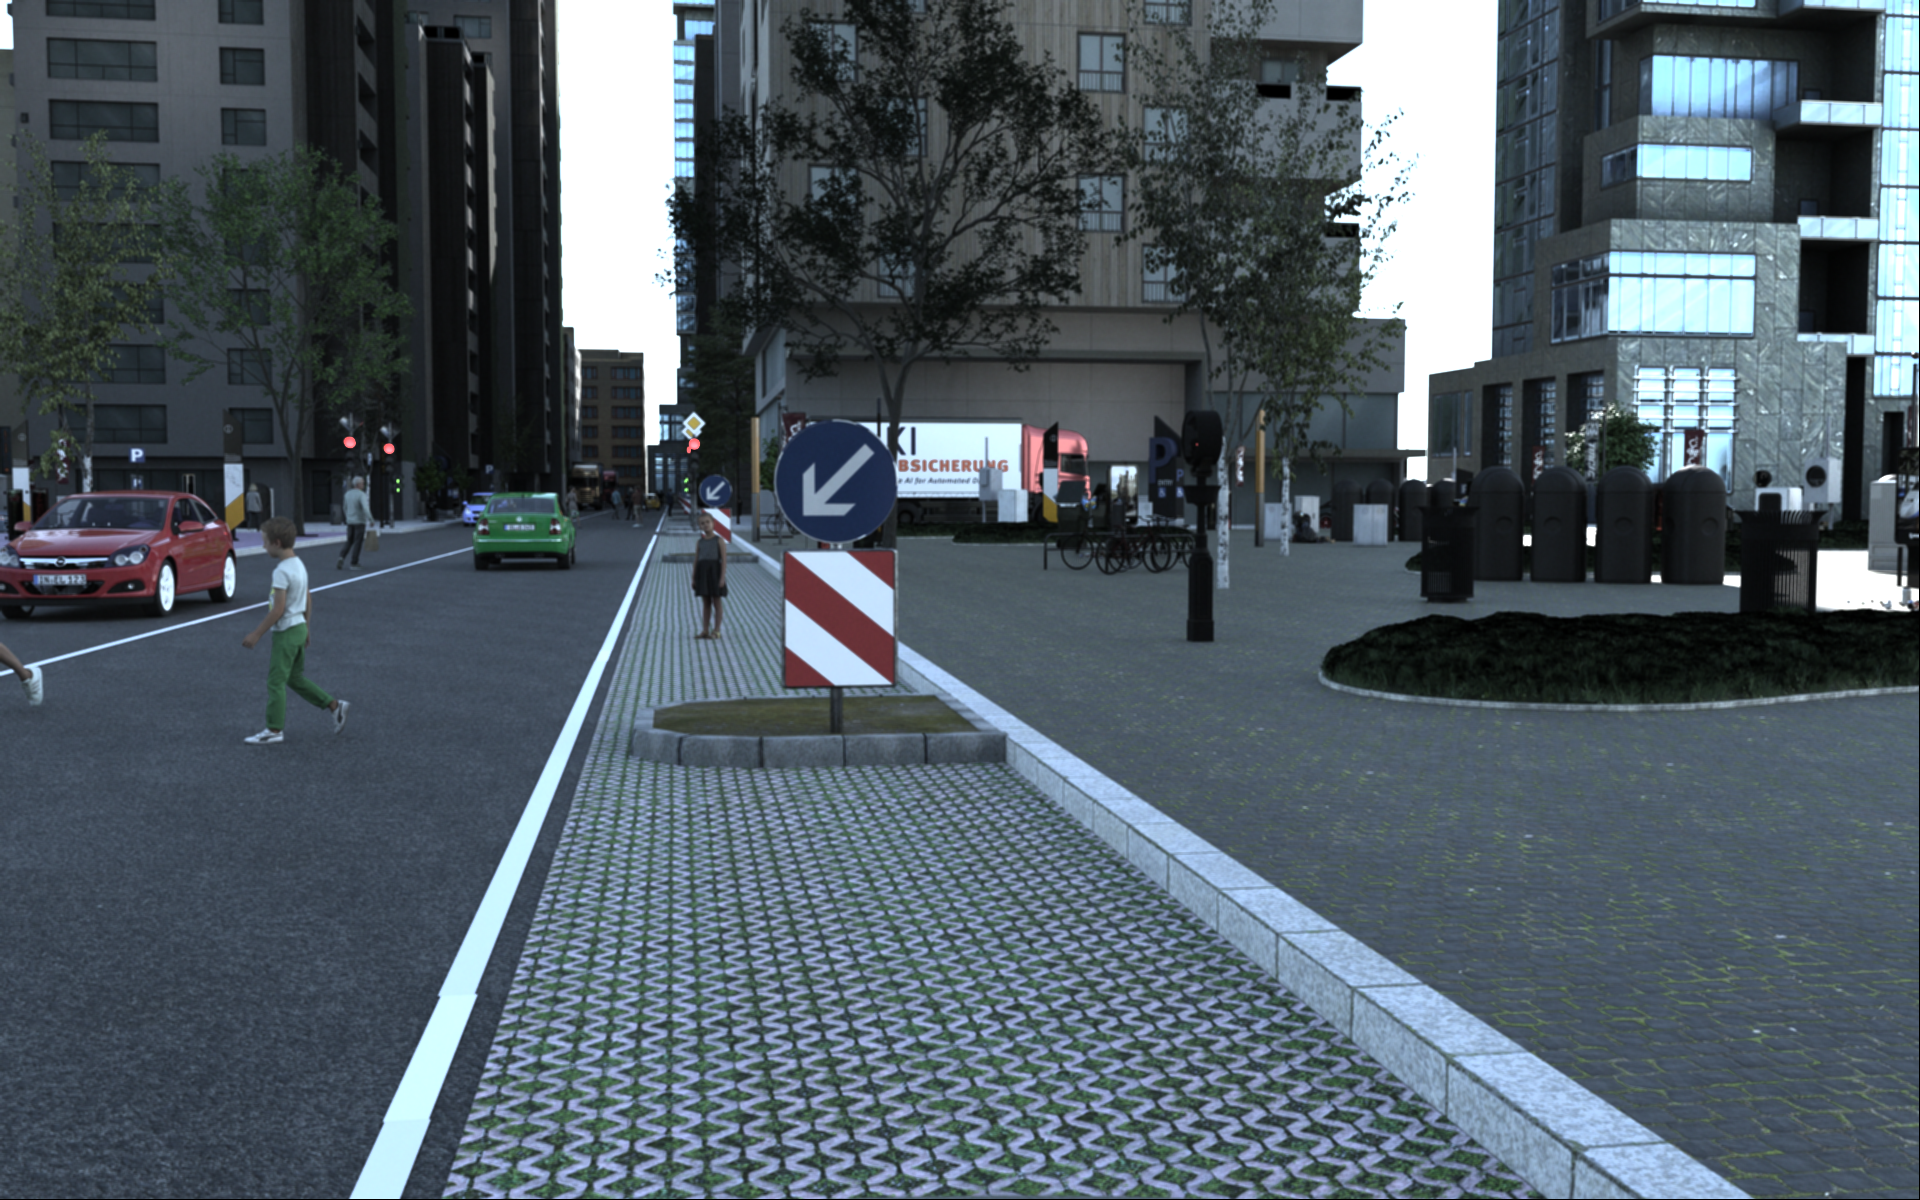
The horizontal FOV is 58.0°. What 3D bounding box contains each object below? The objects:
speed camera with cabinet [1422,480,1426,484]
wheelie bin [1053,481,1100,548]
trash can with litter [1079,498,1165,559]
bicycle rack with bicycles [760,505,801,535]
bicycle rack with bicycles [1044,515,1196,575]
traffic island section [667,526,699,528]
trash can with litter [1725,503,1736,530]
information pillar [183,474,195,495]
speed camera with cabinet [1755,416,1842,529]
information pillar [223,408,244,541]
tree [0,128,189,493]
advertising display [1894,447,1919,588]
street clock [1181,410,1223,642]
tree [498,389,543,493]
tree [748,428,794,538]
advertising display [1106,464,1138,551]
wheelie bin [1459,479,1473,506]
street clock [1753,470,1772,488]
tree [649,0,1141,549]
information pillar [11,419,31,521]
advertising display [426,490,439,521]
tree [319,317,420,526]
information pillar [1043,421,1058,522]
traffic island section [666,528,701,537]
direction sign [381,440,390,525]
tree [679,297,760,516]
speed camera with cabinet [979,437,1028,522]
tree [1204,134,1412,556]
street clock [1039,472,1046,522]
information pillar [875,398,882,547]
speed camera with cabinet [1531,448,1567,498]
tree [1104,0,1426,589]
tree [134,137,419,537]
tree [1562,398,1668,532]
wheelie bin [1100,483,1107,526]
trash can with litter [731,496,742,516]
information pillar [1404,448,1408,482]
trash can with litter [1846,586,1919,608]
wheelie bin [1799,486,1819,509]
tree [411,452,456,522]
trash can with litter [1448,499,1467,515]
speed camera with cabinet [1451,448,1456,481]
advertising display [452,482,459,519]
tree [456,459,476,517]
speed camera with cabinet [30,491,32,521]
[{"bbox_3d":[29.872,-7.238,112.672,0.660,3.252,2.038,-1,4,-15],"label":"speed camera with cabinet"},{"bbox_3d":[2.658,-2.024,40.993,0.980,1.594,0.693,2,4,27],"label":"wheelie bin"},{"bbox_3d":[3.177,-1.481,35.277,1.678,1.210,2.233,-1,4,-18],"label":"trash can with litter"},{"bbox_3d":[-5.106,-2.625,56.295,2.925,0.926,2.852,-3,5,-44],"label":"bicycle rack with bicycles"},{"bbox_3d":[2.861,-0.956,29.012,2.925,0.926,2.852,-2,4,-30],"label":"bicycle rack with bicycles"},{"bbox_3d":[-10.346,-2.743,67.129,2.009,0.180,2.903,-1,4,-9],"label":"traffic island section"},{"bbox_3d":[21.328,-2.223,47.738,1.055,1.170,0.624,2,4,31],"label":"trash can with litter"},{"bbox_3d":[-28.872,-3.694,64.882,0.304,2.012,0.304,3,4,38],"label":"information pillar"},{"bbox_3d":[21.541,-3.072,44.556,0.660,3.252,2.038,-2,4,-30],"label":"speed camera with cabinet"},{"bbox_3d":[-19.881,-3.426,47.373,0.504,3.616,0.183,0,4,-8],"label":"information pillar"},{"bbox_3d":[-17.560,-5.123,34.123,4.737,8.622,4.395,0,3,0],"label":"tree"},{"bbox_3d":[13.105,-1.126,23.617,0.123,1.923,0.974,0,4,-5],"label":"advertising display"},{"bbox_3d":[2.098,-0.642,15.064,0.358,2.002,0.471,-1,4,-10],"label":"street clock"},{"bbox_3d":[-31.697,-10.484,121.768,4.737,8.622,4.395,0,3,0],"label":"tree"},{"bbox_3d":[-5.499,-3.450,51.013,1.663,3.219,1.824,0,3,0],"label":"tree"},{"bbox_3d":[3.545,-1.997,37.871,0.123,1.923,0.974,3,5,44],"label":"advertising display"},{"bbox_3d":[11.181,-1.778,36.981,0.980,1.594,0.693,1,4,10],"label":"wheelie bin"},{"bbox_3d":[24.574,-2.967,53.086,0.358,2.002,0.471,-3,5,-42],"label":"street clock"},{"bbox_3d":[-1.277,-5.789,29.067,8.767,10.594,7.601,0,4,4],"label":"tree"},{"bbox_3d":[-29.471,-3.855,54.392,0.504,3.616,0.183,0,4,-4],"label":"information pillar"},{"bbox_3d":[-25.013,-4.702,82.095,0.974,1.923,0.123,3,5,45],"label":"advertising display"},{"bbox_3d":[-23.611,-7.250,68.907,4.360,8.622,3.978,0,3,0],"label":"tree"},{"bbox_3d":[2.922,-3.927,55.565,0.504,3.616,0.183,0,4,2],"label":"information pillar"},{"bbox_3d":[-9.041,-2.261,59.251,2.009,0.180,2.903,-1,4,-9],"label":"traffic island section"},{"bbox_3d":[-23.940,-4.908,72.245,0.379,3.537,0.876,1,4,11],"label":"direction sign"},{"bbox_3d":[-12.642,-11.100,99.608,7.486,12.596,7.792,0,3,0],"label":"tree"},{"bbox_3d":[1.490,-3.987,59.525,0.660,3.252,2.038,-3,4,-37],"label":"speed camera with cabinet"},{"bbox_3d":[7.018,-5.240,36.034,4.737,8.622,4.395,0,3,0],"label":"tree"},{"bbox_3d":[2.778,-3.246,57.639,0.358,2.002,0.471,1,4,12],"label":"street clock"},{"bbox_3d":[-1.960,-3.093,41.931,0.183,3.616,0.504,0,4,-3],"label":"information pillar"},{"bbox_3d":[25.565,-4.927,74.897,0.660,3.252,2.038,-1,4,-17],"label":"speed camera with cabinet"},{"bbox_3d":[3.673,-4.449,23.104,4.360,8.622,3.978,0,3,0],"label":"tree"},{"bbox_3d":[-20.101,-7.715,51.893,9.928,11.665,9.643,0,3,0],"label":"tree"},{"bbox_3d":[22.389,-4.610,59.089,4.285,4.588,4.351,0,3,0],"label":"tree"},{"bbox_3d":[4.041,-2.430,47.631,0.980,1.594,0.693,-3,5,-41],"label":"wheelie bin"},{"bbox_3d":[-13.388,-5.556,102.224,1.055,1.170,0.624,1,4,13],"label":"trash can with litter"},{"bbox_3d":[22.484,-5.905,87.900,0.504,3.616,0.183,3,4,37],"label":"information pillar"},{"bbox_3d":[10.786,-0.501,19.245,1.678,1.210,2.233,2,4,28],"label":"trash can with litter"},{"bbox_3d":[31.914,-3.509,65.273,0.980,1.594,0.693,2,4,34],"label":"wheelie bin"},{"bbox_3d":[-24.541,-5.230,80.104,1.663,3.219,1.824,0,3,0],"label":"tree"},{"bbox_3d":[11.211,-1.630,38.043,1.055,1.170,0.624,-2,4,-30],"label":"trash can with litter"},{"bbox_3d":[21.051,-4.822,73.181,0.660,3.252,2.038,1,4,18],"label":"speed camera with cabinet"},{"bbox_3d":[-26.723,-5.227,90.682,0.974,1.923,0.123,-1,4,-14],"label":"advertising display"},{"bbox_3d":[-28.023,-6.231,96.479,1.663,3.219,1.824,0,3,0],"label":"tree"},{"bbox_3d":[-43.464,-5.302,81.021,2.038,3.252,0.660,0,4,-3],"label":"speed camera with cabinet"}]
